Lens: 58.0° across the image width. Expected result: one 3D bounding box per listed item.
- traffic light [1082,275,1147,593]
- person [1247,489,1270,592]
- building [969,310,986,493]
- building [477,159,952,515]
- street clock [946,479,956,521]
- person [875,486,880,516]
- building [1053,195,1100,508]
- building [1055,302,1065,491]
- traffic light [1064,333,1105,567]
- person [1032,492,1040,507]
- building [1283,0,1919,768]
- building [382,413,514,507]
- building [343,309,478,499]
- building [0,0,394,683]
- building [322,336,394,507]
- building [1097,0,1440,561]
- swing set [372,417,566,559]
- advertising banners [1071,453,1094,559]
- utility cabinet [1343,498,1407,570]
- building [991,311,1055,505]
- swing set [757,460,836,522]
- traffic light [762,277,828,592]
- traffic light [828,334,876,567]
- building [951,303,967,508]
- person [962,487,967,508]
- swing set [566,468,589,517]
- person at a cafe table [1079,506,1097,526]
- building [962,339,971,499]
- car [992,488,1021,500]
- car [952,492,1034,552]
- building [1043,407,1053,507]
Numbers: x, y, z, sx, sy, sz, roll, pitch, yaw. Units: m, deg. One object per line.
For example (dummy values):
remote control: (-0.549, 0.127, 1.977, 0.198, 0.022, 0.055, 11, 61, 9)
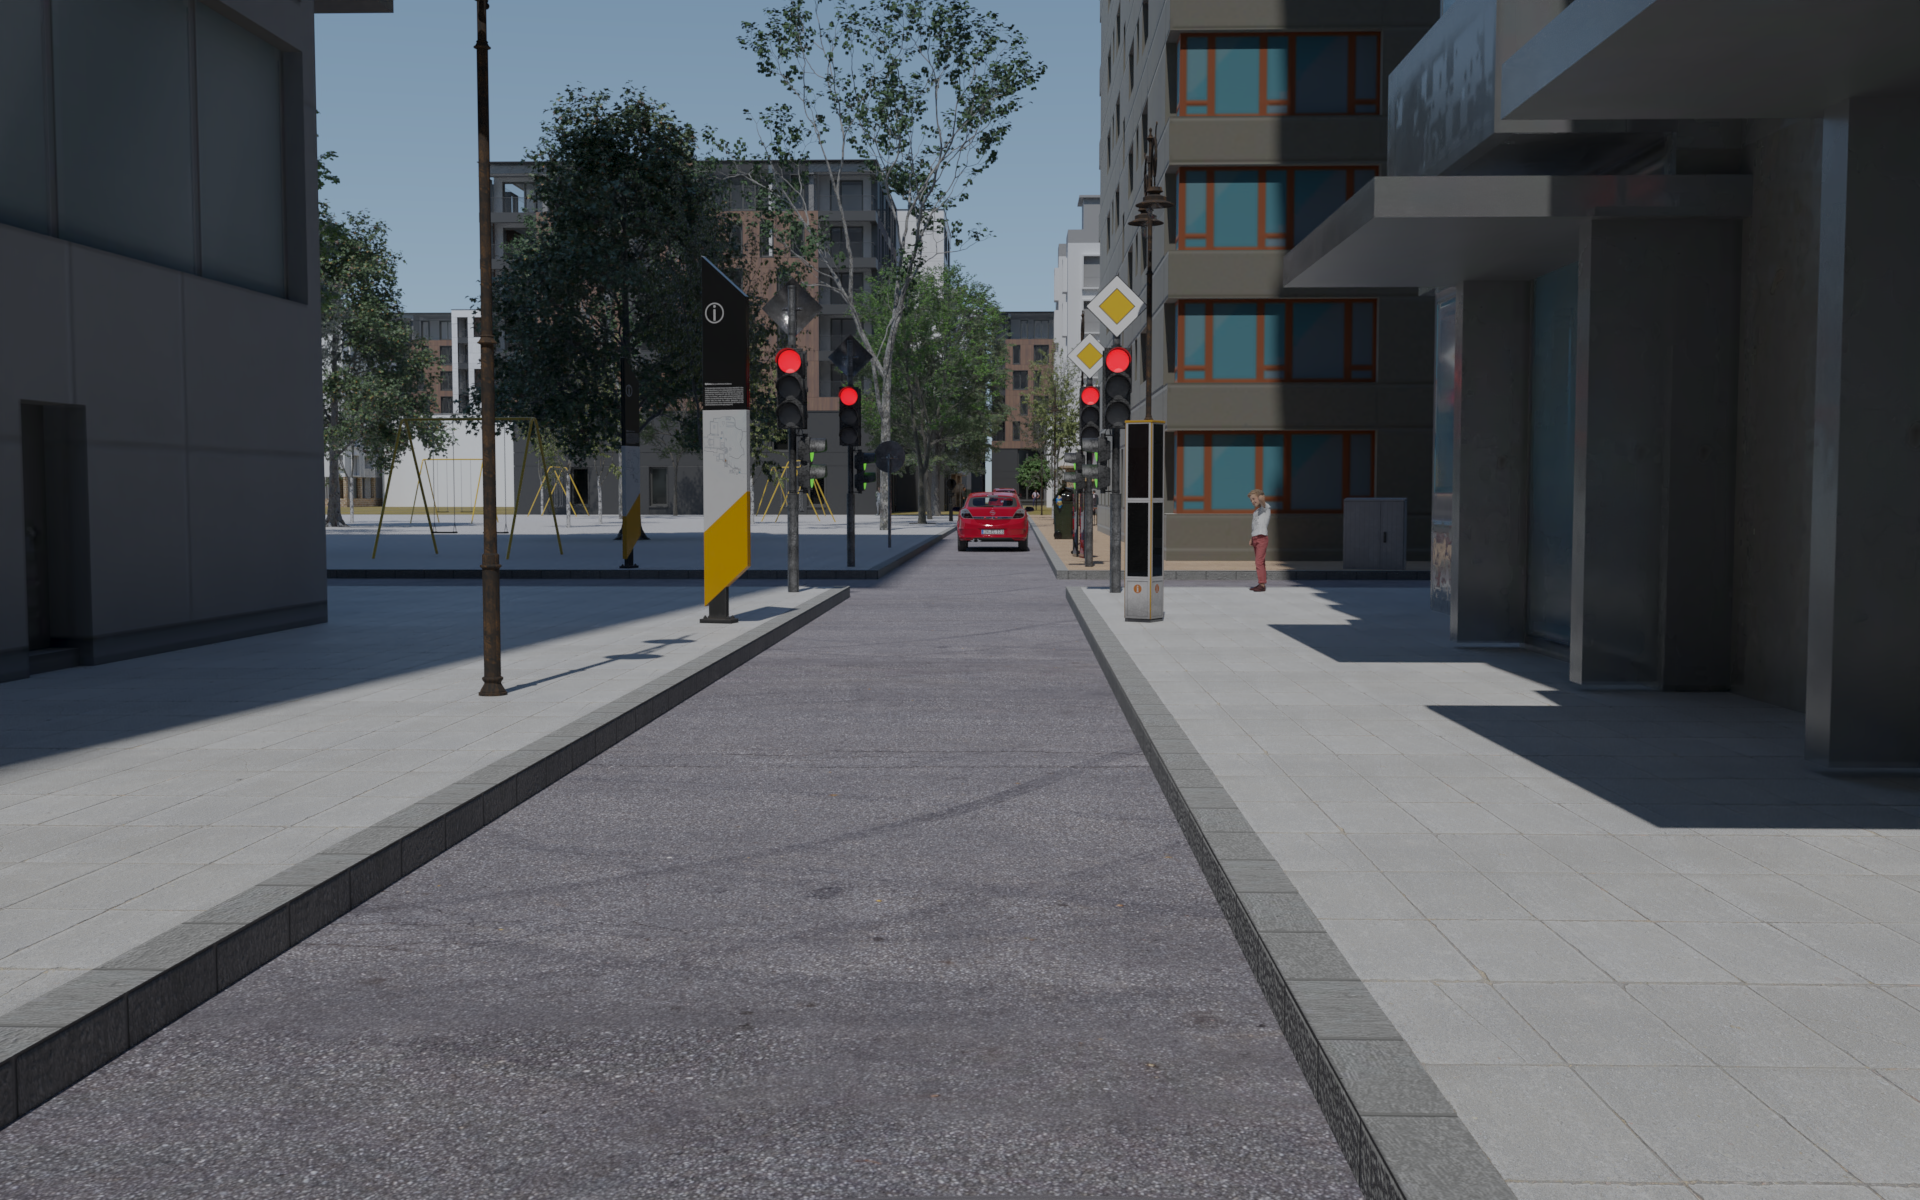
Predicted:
traffic light: (2.000, -2.048, 22.406, 0.839, 4.253, 0.868, 0, 4, 2)
person: (3.942, -0.791, 22.883, 0.340, 1.345, 0.435, -1, 4, -20)
building: (-13.373, -22.080, 204.980, 32.646, 21.610, 27.936, 0, 4, 2)
building: (-15.128, -17.040, 122.576, 27.936, 21.610, 32.646, 0, 4, 2)
street clock: (-0.421, -4.696, 81.342, 0.471, 2.002, 0.358, 0, 4, -7)
person: (-4.751, -5.887, 103.016, 0.841, 1.734, 0.376, 3, 4, 37)
building: (14.304, -15.827, 115.199, 16.016, 20.091, 11.380, 0, 4, 2)
building: (16.279, -16.529, 136.707, 16.747, 18.905, 31.486, 0, 4, 2)
traffic light: (2.250, -2.536, 30.387, 0.839, 4.253, 0.868, 0, 4, 2)
person: (7.728, -10.403, 177.063, 0.756, 1.711, 0.436, 1, 4, 16)
building: (14.359, -23.555, 4.730, 23.786, 49.044, 30.456, 0, 4, 2)
building: (-44.453, -14.497, 179.168, 28.070, 9.664, 9.099, 0, 4, 2)
building: (-57.829, -22.111, 205.490, 32.646, 21.610, 27.936, 0, 4, 2)
building: (-18.910, -25.432, 5.049, 27.495, 52.752, 28.713, 0, 4, 2)
building: (-64.600, -19.492, 175.121, 11.380, 20.091, 16.016, 0, 4, 2)
building: (18.829, -12.285, 45.901, 28.899, 21.520, 27.650, 0, 4, 2)
swing set: (-10.178, -2.318, 35.526, 3.119, 2.851, 2.862, 1, 4, 9)
advertising banners: (2.457, -2.352, 34.641, 0.090, 3.025, 2.074, 0, 4, -7)
utility cabinet: (7.073, -1.124, 29.531, 1.020, 1.237, 0.306, 2, 4, 23)
building: (20.118, -22.010, 203.838, 32.646, 21.610, 27.936, 0, 4, 2)
swing set: (-7.526, -5.044, 80.095, 2.862, 2.851, 3.119, -1, 4, -19)
traffic light: (-2.160, -2.055, 22.519, 0.839, 4.253, 0.868, 0, 4, 2)
traffic light: (-1.910, -2.543, 30.501, 0.839, 4.253, 0.868, 0, 4, 2)
building: (-7.316, -18.345, 156.365, 16.016, 20.091, 11.380, 0, 4, 2)
person: (0.340, -7.746, 132.719, 0.705, 1.821, 1.348, 1, 4, 11)
swing set: (-23.061, -6.221, 99.326, 2.862, 2.851, 3.119, 0, 4, 2)
person at a cafe table: (5.245, -3.595, 69.635, 1.698, 1.238, 1.726, 0, 4, -3)
building: (-14.823, -18.791, 173.692, 31.486, 18.905, 16.747, 0, 4, 2)
car: (2.884, -6.405, 113.396, 2.281, 1.827, 5.304, 0, 4, 0)
car: (0.851, -2.180, 44.689, 2.155, 1.783, 4.494, 0, 4, 1)
building: (12.779, -13.742, 166.835, 9.099, 9.664, 28.070, 0, 4, 2)
